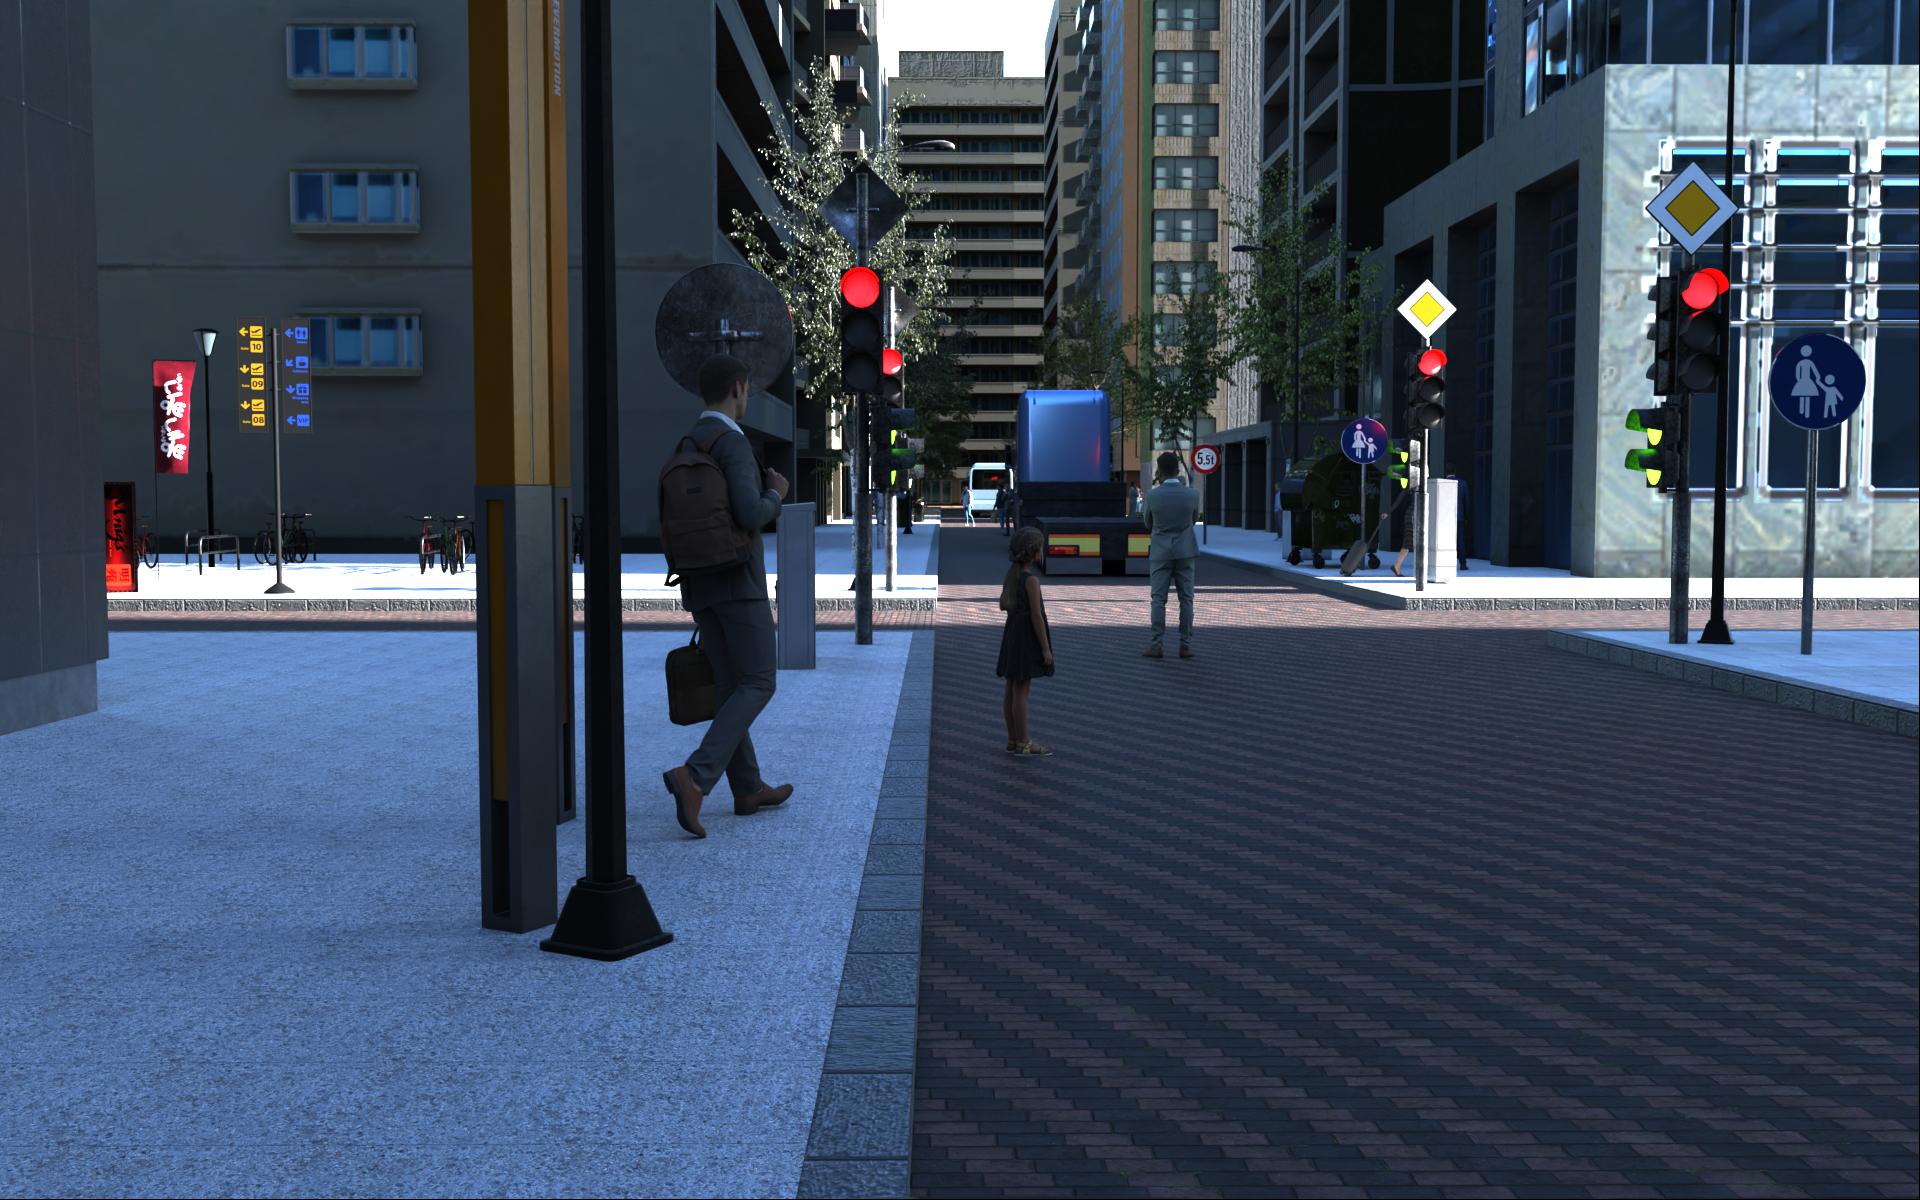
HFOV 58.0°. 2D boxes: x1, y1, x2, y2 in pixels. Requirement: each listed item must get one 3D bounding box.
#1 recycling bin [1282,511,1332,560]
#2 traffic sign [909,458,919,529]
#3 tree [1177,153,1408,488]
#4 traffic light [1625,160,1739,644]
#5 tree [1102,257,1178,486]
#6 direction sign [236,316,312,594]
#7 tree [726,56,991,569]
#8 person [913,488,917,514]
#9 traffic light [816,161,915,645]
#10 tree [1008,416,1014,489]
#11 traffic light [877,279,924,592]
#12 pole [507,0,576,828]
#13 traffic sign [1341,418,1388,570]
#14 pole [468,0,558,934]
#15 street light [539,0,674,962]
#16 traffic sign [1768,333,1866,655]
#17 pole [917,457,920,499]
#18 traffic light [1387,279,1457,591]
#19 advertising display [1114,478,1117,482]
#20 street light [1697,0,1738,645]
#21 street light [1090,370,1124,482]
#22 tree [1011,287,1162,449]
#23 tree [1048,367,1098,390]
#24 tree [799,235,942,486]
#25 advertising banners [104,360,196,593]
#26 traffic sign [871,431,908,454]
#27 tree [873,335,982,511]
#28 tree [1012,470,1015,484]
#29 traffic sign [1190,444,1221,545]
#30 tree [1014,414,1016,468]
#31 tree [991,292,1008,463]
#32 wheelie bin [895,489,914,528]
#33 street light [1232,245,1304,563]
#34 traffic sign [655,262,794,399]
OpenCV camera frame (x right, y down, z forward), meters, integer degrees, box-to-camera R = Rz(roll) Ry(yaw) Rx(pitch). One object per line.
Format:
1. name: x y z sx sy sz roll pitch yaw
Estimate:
1. recycling bin: 6.792 -1.305 33.888 0.722 1.027 0.722 -1 4 -21
2. traffic sign: -1.682 -3.531 57.833 0.768 2.556 0.104 0 4 7
3. tree: 7.294 -5.338 37.634 4.737 8.622 4.395 0 3 0
4. traffic light: 6.158 -1.581 14.775 0.839 4.253 0.868 0 4 -1
5. tree: 6.735 -6.214 51.962 4.737 8.622 4.395 0 3 0
6. direction sign: -8.800 -1.853 22.296 0.876 3.537 0.379 -1 4 -19
7. tree: -1.815 -4.834 29.403 4.360 8.622 3.978 0 3 0
8. person: -2.806 -6.502 113.278 0.541 1.710 0.530 1 4 9
9. traffic light: -0.803 -1.576 14.686 0.839 4.253 0.868 0 4 -1
10. tree: 5.827 -11.461 137.748 4.360 8.622 3.978 0 3 0
11. traffic light: -0.888 -2.064 22.670 0.839 4.253 0.868 0 4 -1
12. pole: -1.612 -0.786 6.701 0.158 3.312 0.155 0 3 0
13. traffic sign: 6.789 -1.776 29.144 0.768 2.556 0.104 1 4 9
14. pole: -1.309 -0.685 5.050 0.158 3.312 0.155 0 3 0
15. street light: -0.462 -1.970 4.747 1.470 5.913 1.316 0 4 -1
16. traffic sign: 6.777 -0.837 13.793 0.768 2.556 0.104 0 4 1
17. pole: -2.245 -6.125 93.983 0.158 3.312 0.155 0 3 0
18. traffic light: 6.073 -2.070 22.760 0.839 4.253 0.868 0 4 -1
19. advertising display: 6.307 -3.972 70.161 0.123 1.923 0.974 0 4 5
20. street light: 5.985 -2.582 14.760 1.470 5.913 1.316 0 4 -1
21. street light: 5.563 -5.662 65.109 1.470 5.913 1.316 0 4 -1
22. tree: 5.677 -8.829 78.760 7.601 10.594 8.767 -2 4 -31
23. tree: 6.067 -8.757 93.537 4.360 8.622 3.978 0 3 0
24. tree: -2.585 -5.912 47.028 4.737 8.622 4.395 0 3 0
25. advertising banners: -10.979 -1.605 22.425 2.074 3.025 0.090 -1 4 -19
26. traffic sign: -1.302 -1.992 32.674 0.768 2.556 0.104 0 4 8
27. tree: -3.357 -13.966 135.005 9.857 13.997 8.962 0 3 0
28. tree: 6.111 -10.103 148.904 4.285 4.588 4.351 0 3 0
29. traffic sign: 6.228 -2.682 43.962 0.768 2.556 0.104 0 4 7
30. tree: 6.357 -9.751 109.786 4.360 8.622 3.978 0 3 0
31. tree: -1.639 -5.502 40.316 4.360 8.622 3.978 0 3 0
32. wheelie bin: -2.170 -3.579 66.430 0.693 1.594 0.980 -1 4 -15
33. street light: 5.764 -3.664 32.445 1.470 5.913 1.316 0 4 -1
34. traffic sign: -1.302 -0.579 9.567 0.768 2.556 0.104 0 4 1
